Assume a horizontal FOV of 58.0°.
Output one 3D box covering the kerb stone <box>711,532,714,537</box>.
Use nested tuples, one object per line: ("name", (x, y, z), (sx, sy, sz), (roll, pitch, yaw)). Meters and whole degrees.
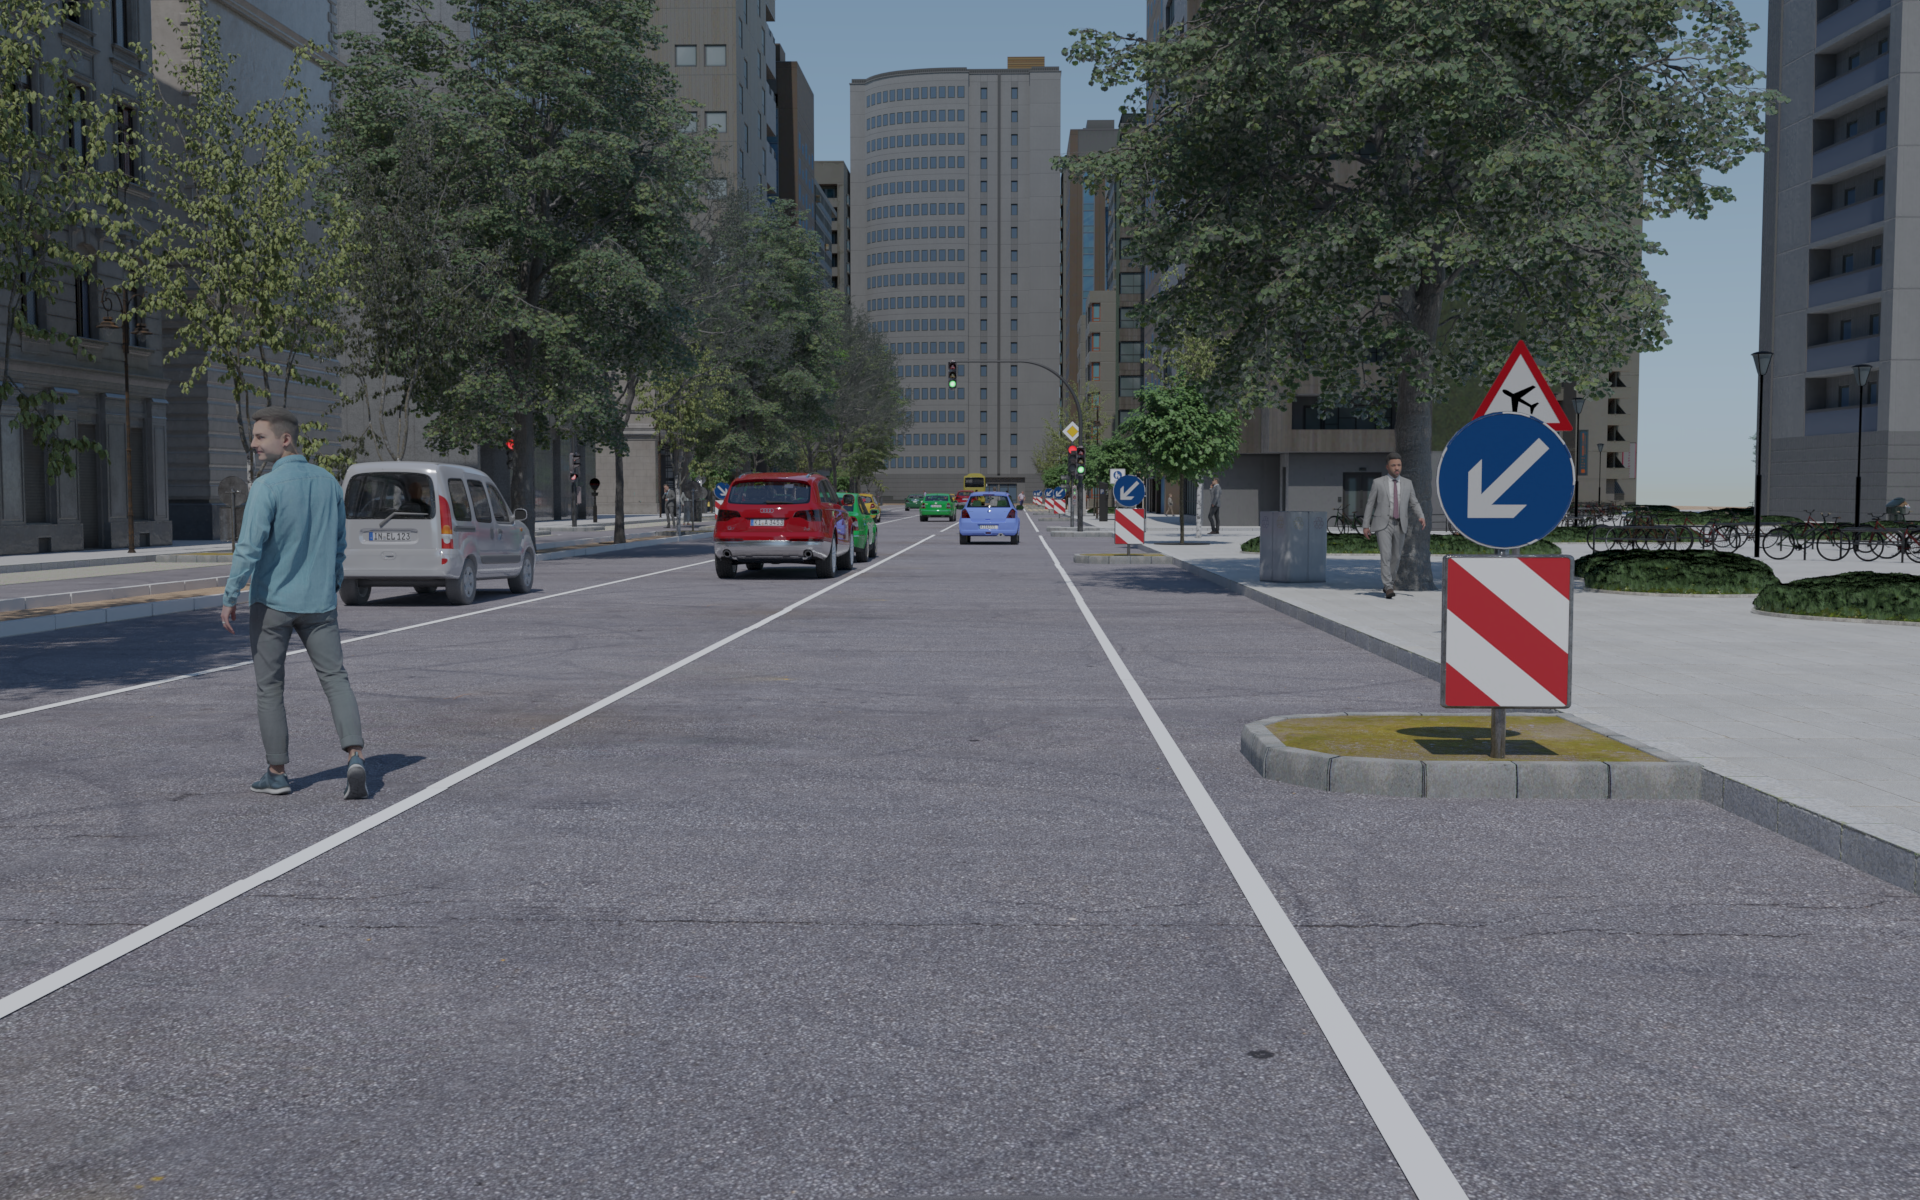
("kerb stone", (-8.351, -2.169, 57.678), (0.120, 0.150, 1.000), (0, 4, 2))

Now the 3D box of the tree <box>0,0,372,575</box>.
("tree", (-10.448, -4.434, 25.320), (4.737, 8.622, 4.395), (0, 3, 0))

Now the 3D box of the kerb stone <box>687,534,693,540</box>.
("kerb stone", (-8.480, -1.918, 53.593), (0.120, 0.150, 1.000), (0, 4, 2))

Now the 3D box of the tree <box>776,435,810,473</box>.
("tree", (-14.651, -11.933, 145.468), (4.360, 8.622, 3.978), (0, 3, 0))

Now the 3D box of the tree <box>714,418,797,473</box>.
("tree", (-16.250, -12.335, 136.083), (7.601, 10.594, 8.767), (0, 4, 0))

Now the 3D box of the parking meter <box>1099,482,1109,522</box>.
("parking meter", (6.696, -4.585, 80.668), (0.399, 1.863, 0.255), (3, 4, 38))

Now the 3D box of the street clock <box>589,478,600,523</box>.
("street clock", (-16.358, -4.467, 77.609), (0.471, 2.002, 0.358), (-1, 4, -14))

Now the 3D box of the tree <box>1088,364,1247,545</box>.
("tree", (5.651, -3.689, 44.028), (4.285, 4.588, 4.351), (0, 3, 0))

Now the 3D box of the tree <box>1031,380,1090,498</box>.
("tree", (7.519, -9.674, 108.529), (4.737, 8.622, 4.395), (0, 3, 0))

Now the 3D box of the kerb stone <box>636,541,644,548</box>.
("kerb stone", (-8.708, -1.482, 46.432), (0.120, 0.150, 1.000), (0, 4, 2))

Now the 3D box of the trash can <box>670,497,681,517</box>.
("trash can", (-15.909, -5.215, 96.915), (0.748, 1.137, 0.748), (0, 3, 0))

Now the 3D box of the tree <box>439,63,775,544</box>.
("tree", (-9.712, -8.331, 49.032), (12.009, 13.543, 11.850), (0, 3, 0))

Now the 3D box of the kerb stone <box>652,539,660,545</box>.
("kerb stone", (-8.637, -1.607, 48.475), (0.120, 0.150, 1.000), (0, 4, 2))

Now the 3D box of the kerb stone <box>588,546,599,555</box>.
("kerb stone", (-8.852, -1.168, 41.311), (0.120, 0.150, 1.000), (0, 4, 2))

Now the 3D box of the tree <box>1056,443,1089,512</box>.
("tree", (7.713, -6.241, 85.757), (4.285, 4.588, 4.351), (0, 3, 0))

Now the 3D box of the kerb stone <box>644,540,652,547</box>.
("kerb stone", (-8.672, -1.543, 47.454), (0.120, 0.150, 1.000), (0, 4, 2))

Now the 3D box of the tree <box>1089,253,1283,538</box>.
("tree", (7.075, -6.108, 50.221), (4.737, 8.622, 4.395), (0, 3, 0))

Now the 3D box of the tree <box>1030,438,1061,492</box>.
("tree", (11.114, -16.471, 219.660), (4.360, 8.622, 3.978), (0, 3, 0))

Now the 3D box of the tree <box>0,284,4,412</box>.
("tree", (-10.431, -3.978, 17.856), (4.737, 8.622, 4.395), (0, 3, 0))

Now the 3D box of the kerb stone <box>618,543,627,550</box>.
("kerb stone", (-8.766, -1.357, 44.388), (0.120, 0.150, 1.000), (0, 4, 2))

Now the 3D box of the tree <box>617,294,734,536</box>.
("tree", (-9.411, -6.411, 57.633), (4.737, 8.622, 4.395), (0, 3, 0))

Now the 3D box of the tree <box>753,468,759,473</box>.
("tree", (-15.291, -8.258, 129.621), (1.663, 3.219, 1.824), (0, 3, 0))

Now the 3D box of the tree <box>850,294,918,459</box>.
("tree", (-8.010, -11.041, 93.351), (12.009, 13.543, 11.850), (0, 3, 0))

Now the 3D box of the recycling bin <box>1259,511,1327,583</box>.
("recycling bin", (4.869, -0.781, 25.320), (0.722, 1.027, 0.722), (-2, 4, -25))

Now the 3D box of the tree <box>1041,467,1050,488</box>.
("tree", (8.483, -8.614, 124.554), (4.285, 4.588, 4.351), (0, 3, 0))

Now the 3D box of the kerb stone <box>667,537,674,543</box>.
("kerb stone", (-8.579, -1.733, 50.523), (0.120, 0.150, 1.000), (0, 4, 2))

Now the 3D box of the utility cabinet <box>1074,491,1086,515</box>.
("utility cabinet", (7.282, -5.925, 105.551), (0.318, 1.500, 1.173), (-2, 4, -23))

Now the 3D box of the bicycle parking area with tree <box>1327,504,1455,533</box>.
("bicycle parking area with tree", (16.443, -4.059, 53.373), (9.016, 4.147, 8.231), (-2, 4, -31))

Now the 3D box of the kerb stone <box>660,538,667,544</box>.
("kerb stone", (-8.613, -1.670, 49.497), (0.120, 0.150, 1.000), (0, 4, 2))

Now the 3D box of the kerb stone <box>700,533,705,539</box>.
("kerb stone", (-8.411, -2.045, 55.635), (0.120, 0.150, 1.000), (0, 4, 2))

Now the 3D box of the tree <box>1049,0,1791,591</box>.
("tree", (5.939, -7.109, 22.890), (9.857, 13.997, 8.962), (0, 3, 0))

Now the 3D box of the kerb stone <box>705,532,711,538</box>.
("kerb stone", (-8.375, -2.108, 56.657), (0.120, 0.150, 1.000), (0, 4, 2))

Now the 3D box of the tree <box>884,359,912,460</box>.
("tree", (-7.274, -12.015, 124.651), (9.928, 11.665, 9.643), (0, 3, 0))

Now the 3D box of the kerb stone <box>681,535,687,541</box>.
("kerb stone", (-8.507, -1.858, 52.571), (0.120, 0.150, 1.000), (0, 4, 2))

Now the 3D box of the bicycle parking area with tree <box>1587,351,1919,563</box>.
("bicycle parking area with tree", (17.965, -3.047, 36.819), (8.231, 4.147, 9.016), (-2, 4, -29))

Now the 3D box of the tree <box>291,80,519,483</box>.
("tree", (-10.062, -4.780, 30.976), (4.360, 8.622, 3.978), (0, 3, 0))

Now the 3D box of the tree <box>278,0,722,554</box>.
("tree", (-9.706, -7.883, 38.000), (9.857, 13.997, 8.962), (0, 3, 0))

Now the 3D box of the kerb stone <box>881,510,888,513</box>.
("kerb stone", (-5.898, -6.901, 135.033), (0.120, 0.150, 1.000), (0, 4, 2))

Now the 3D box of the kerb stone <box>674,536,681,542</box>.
("kerb stone", (-8.550, -1.792, 51.550), (0.120, 0.150, 1.000), (0, 4, 2))

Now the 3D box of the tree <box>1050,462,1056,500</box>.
("tree", (7.813, -7.134, 100.357), (4.285, 4.588, 4.351), (0, 3, 0))

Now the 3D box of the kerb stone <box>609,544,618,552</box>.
("kerb stone", (-8.799, -1.290, 43.357), (0.120, 0.150, 1.000), (0, 4, 2))

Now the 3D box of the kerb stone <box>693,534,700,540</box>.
("kerb stone", (-8.442, -1.983, 54.614), (0.120, 0.150, 1.000), (0, 4, 2))

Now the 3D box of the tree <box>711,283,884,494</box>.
("tree", (-8.952, -9.416, 82.163), (9.928, 11.665, 9.643), (0, 3, 0))

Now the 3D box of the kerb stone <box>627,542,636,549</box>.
("kerb stone", (-8.730, -1.417, 45.409), (0.120, 0.150, 1.000), (0, 4, 2))

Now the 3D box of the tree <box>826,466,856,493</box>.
("tree", (-13.160, -12.749, 192.159), (4.285, 4.588, 4.351), (0, 3, 0))

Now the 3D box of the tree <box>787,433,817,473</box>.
("tree", (-14.326, -12.315, 151.707), (4.737, 8.622, 4.395), (0, 3, 0))

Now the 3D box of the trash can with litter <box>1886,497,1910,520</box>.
("trash can with litter", (31.540, -2.890, 58.647), (1.055, 1.170, 0.624), (-1, 4, -19))

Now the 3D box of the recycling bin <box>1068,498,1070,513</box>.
("recycling bin", (7.942, -6.544, 119.544), (0.722, 1.027, 0.722), (2, 4, 34))

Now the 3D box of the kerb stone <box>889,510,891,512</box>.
("kerb stone", (-5.808, -7.089, 138.103), (0.120, 0.150, 1.000), (0, 4, 2))

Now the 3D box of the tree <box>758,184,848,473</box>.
("tree", (-9.046, -9.970, 72.116), (9.857, 13.997, 8.962), (0, 3, 0))

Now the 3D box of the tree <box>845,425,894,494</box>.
("tree", (-7.022, -10.969, 132.157), (4.737, 8.622, 4.395), (0, 3, 0))

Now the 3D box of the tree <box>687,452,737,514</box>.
("tree", (-16.207, -7.947, 113.654), (4.285, 4.588, 4.351), (0, 3, 0))

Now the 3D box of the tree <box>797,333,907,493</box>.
("tree", (-7.325, -11.942, 115.830), (7.486, 12.596, 7.792), (0, 3, 0))

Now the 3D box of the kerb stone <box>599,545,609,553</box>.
("kerb stone", (-8.830, -1.229, 42.335), (0.120, 0.150, 1.000), (0, 4, 2))

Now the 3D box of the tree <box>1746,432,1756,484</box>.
("tree", (62.707, -9.891, 124.629), (11.467, 7.101, 20.602), (0, 4, 2))

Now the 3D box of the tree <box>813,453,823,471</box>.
("tree", (-14.568, -13.132, 165.075), (4.360, 8.622, 3.978), (0, 3, 0))
